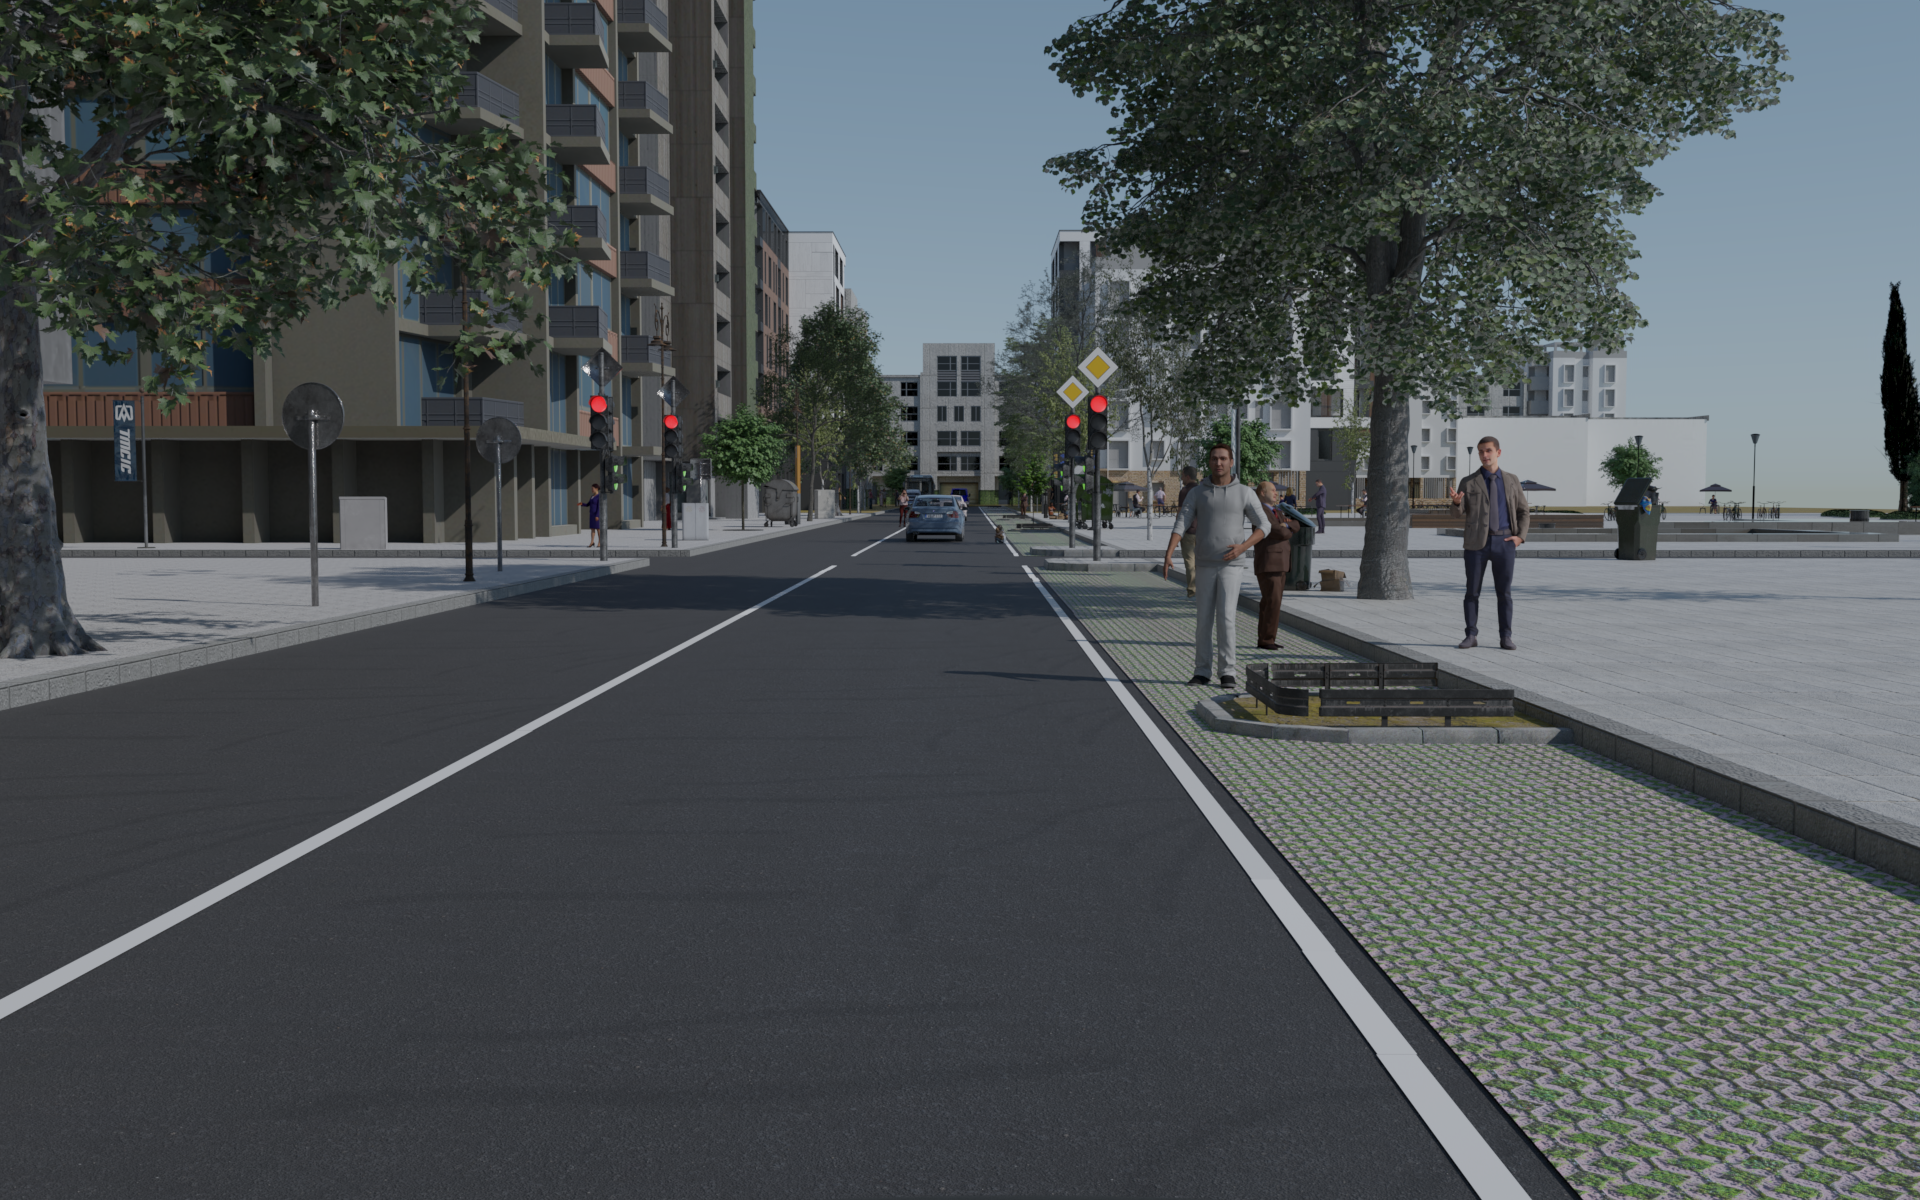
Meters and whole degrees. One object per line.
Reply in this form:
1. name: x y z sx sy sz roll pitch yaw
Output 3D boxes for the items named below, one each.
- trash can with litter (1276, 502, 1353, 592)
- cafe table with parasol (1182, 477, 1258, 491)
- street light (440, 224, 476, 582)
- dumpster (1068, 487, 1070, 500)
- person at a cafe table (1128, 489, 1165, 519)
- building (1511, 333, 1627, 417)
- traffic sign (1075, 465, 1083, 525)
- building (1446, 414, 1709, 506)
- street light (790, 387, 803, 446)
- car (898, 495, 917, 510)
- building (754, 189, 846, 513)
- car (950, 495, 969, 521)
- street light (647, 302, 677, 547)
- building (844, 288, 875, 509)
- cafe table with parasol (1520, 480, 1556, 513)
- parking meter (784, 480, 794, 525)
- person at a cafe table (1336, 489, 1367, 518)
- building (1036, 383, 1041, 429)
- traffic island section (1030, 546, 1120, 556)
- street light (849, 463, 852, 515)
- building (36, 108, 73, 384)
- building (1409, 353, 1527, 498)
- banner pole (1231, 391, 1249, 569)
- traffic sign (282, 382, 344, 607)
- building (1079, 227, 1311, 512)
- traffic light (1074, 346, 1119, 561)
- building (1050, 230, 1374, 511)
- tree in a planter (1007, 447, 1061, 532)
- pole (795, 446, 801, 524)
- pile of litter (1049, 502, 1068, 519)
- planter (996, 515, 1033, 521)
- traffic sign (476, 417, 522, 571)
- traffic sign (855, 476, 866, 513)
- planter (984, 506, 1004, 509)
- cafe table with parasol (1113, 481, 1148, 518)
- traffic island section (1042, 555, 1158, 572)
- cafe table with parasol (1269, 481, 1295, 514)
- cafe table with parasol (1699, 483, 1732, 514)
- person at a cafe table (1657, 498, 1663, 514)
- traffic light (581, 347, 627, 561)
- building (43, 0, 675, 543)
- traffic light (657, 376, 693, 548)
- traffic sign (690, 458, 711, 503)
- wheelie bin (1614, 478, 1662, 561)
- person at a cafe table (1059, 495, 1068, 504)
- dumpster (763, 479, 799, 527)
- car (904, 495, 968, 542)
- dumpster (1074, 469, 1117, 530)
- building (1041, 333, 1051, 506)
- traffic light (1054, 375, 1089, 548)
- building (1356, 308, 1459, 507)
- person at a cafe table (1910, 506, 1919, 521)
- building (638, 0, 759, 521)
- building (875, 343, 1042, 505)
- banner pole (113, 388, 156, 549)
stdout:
1. trash can with litter: 4.687 -0.713 23.043 1.055 1.170 0.624 1 4 22
2. cafe table with parasol: 9.736 -3.841 67.666 2.610 1.966 2.610 -1 4 -18
3. street light: -7.206 -3.209 25.260 0.468 5.910 1.993 0 4 0
4. dumpster: 4.931 -3.899 66.247 1.502 2.255 1.985 0 4 0
5. person at a cafe table: 9.658 -5.056 91.184 1.622 1.524 1.698 -1 4 -22
6. building: 72.549 -21.632 210.101 11.380 20.091 16.016 0 4 0
7. traffic sign: 5.133 -4.449 72.851 0.768 2.556 0.104 0 4 5
8. building: 65.475 -14.851 184.955 28.070 9.664 9.099 0 4 0
9. street light: -7.044 -6.249 74.964 0.468 5.910 1.993 0 4 0
10. car: -3.974 -7.760 139.456 1.945 1.354 3.894 0 4 0
11. building: -23.811 -17.666 132.811 27.936 21.610 32.646 0 4 0
12. car: -0.559 -5.023 94.492 2.083 1.381 4.827 0 4 -1
13. street light: -7.193 -4.230 41.955 0.468 5.910 1.993 0 4 0
14. building: -17.630 -18.251 164.868 16.747 18.905 31.486 0 4 0
15. cafe table with parasol: 27.257 -4.791 83.194 2.610 1.966 2.610 3 5 44
16. parking meter: -7.150 -4.083 72.464 0.255 1.863 0.399 3 5 44
17. person at a cafe table: 19.687 -4.720 85.682 1.622 1.524 1.698 -1 4 -8
18. building: 16.191 -20.019 183.734 16.016 20.091 11.380 0 4 0
19. traffic island section: 2.687 -1.156 41.179 2.009 0.180 2.903 0 4 0
20. street light: -6.873 -8.277 108.122 0.468 5.910 1.993 0 4 0
21. building: -19.847 -20.580 20.074 14.086 41.232 14.154 0 4 0
22. building: 50.599 -21.092 211.311 31.486 18.905 16.747 0 4 0
23. banner pole: 4.685 -2.413 29.466 0.401 3.779 0.863 1 4 20
24. traffic sign: -7.368 -1.199 19.716 0.768 2.556 0.104 1 4 10
25. building: 16.914 -16.625 128.246 16.016 20.091 11.380 0 4 0
26. traffic light: 2.604 -2.701 33.081 0.839 4.253 0.868 0 4 0
27. building: 21.693 -18.737 150.327 27.936 21.610 32.646 0 4 0
28. tree in a planter: 2.808 -4.212 66.094 1.991 3.239 1.994 0 4 0
29. pole: -6.837 -4.841 72.999 0.158 3.312 0.155 0 3 0
30. pile of litter: 5.102 -4.514 87.773 1.176 0.858 1.719 0 4 -5
31. planter: 2.968 -4.464 94.130 1.991 0.319 1.994 0 4 0
32. traffic sign: -7.629 -1.746 28.648 0.768 2.556 0.104 0 4 4
33. traffic sign: -6.642 -7.070 115.702 0.768 2.556 0.104 0 4 5
34. planter: 3.380 -9.136 170.515 1.991 0.319 1.994 0 4 0
35. cafe table with parasol: 9.090 -5.489 94.612 2.610 1.966 2.610 1 4 21
36. traffic island section: 2.644 -0.667 33.194 2.009 0.180 2.903 0 4 0
37. cafe table with parasol: 15.760 -5.088 88.059 2.610 1.966 2.610 3 5 43
38. cafe table with parasol: 48.492 -6.505 111.229 2.610 1.966 2.610 -1 4 -12
39. person at a cafe table: 45.641 -6.443 113.864 1.698 1.524 1.622 1 4 18
40. traffic light: -6.817 -2.703 33.115 0.839 4.253 0.868 0 4 0
41. building: -21.836 -24.613 57.045 22.147 44.769 28.867 0 4 0
42. traffic light: -6.774 -3.191 41.100 0.839 4.253 0.868 0 4 0
43. traffic sign: -7.449 -2.914 49.766 0.606 2.300 0.079 0 4 6
44. wheelie bin: 13.175 -1.577 33.692 0.693 1.594 0.980 -1 4 -23
45. person at a cafe table: 6.724 -5.837 103.957 1.698 1.524 1.622 -1 4 -18
46. dumpster: -6.992 -3.778 67.532 1.264 1.857 1.865 0 4 0
47. car: -0.751 -2.540 53.534 2.014 1.417 4.499 0 4 1
48. dumpster: 4.929 -3.719 63.297 1.502 2.255 1.985 0 4 0
49. building: 16.641 -19.324 172.373 16.016 20.091 11.380 0 4 0
50. traffic light: 2.647 -3.189 41.066 0.839 4.253 0.868 0 4 0
51. building: 44.889 -19.954 182.675 11.380 20.091 16.016 0 4 0
52. person at a cafe table: 43.737 -4.071 77.426 1.698 1.238 1.726 -3 5 -39
53. building: -18.039 -19.278 86.893 14.160 30.474 14.107 0 4 0
54. building: -4.308 -21.093 211.324 31.486 18.905 16.747 0 4 0
55. banner pole: -19.449 -3.103 40.747 0.863 3.779 0.401 -2 4 -30
